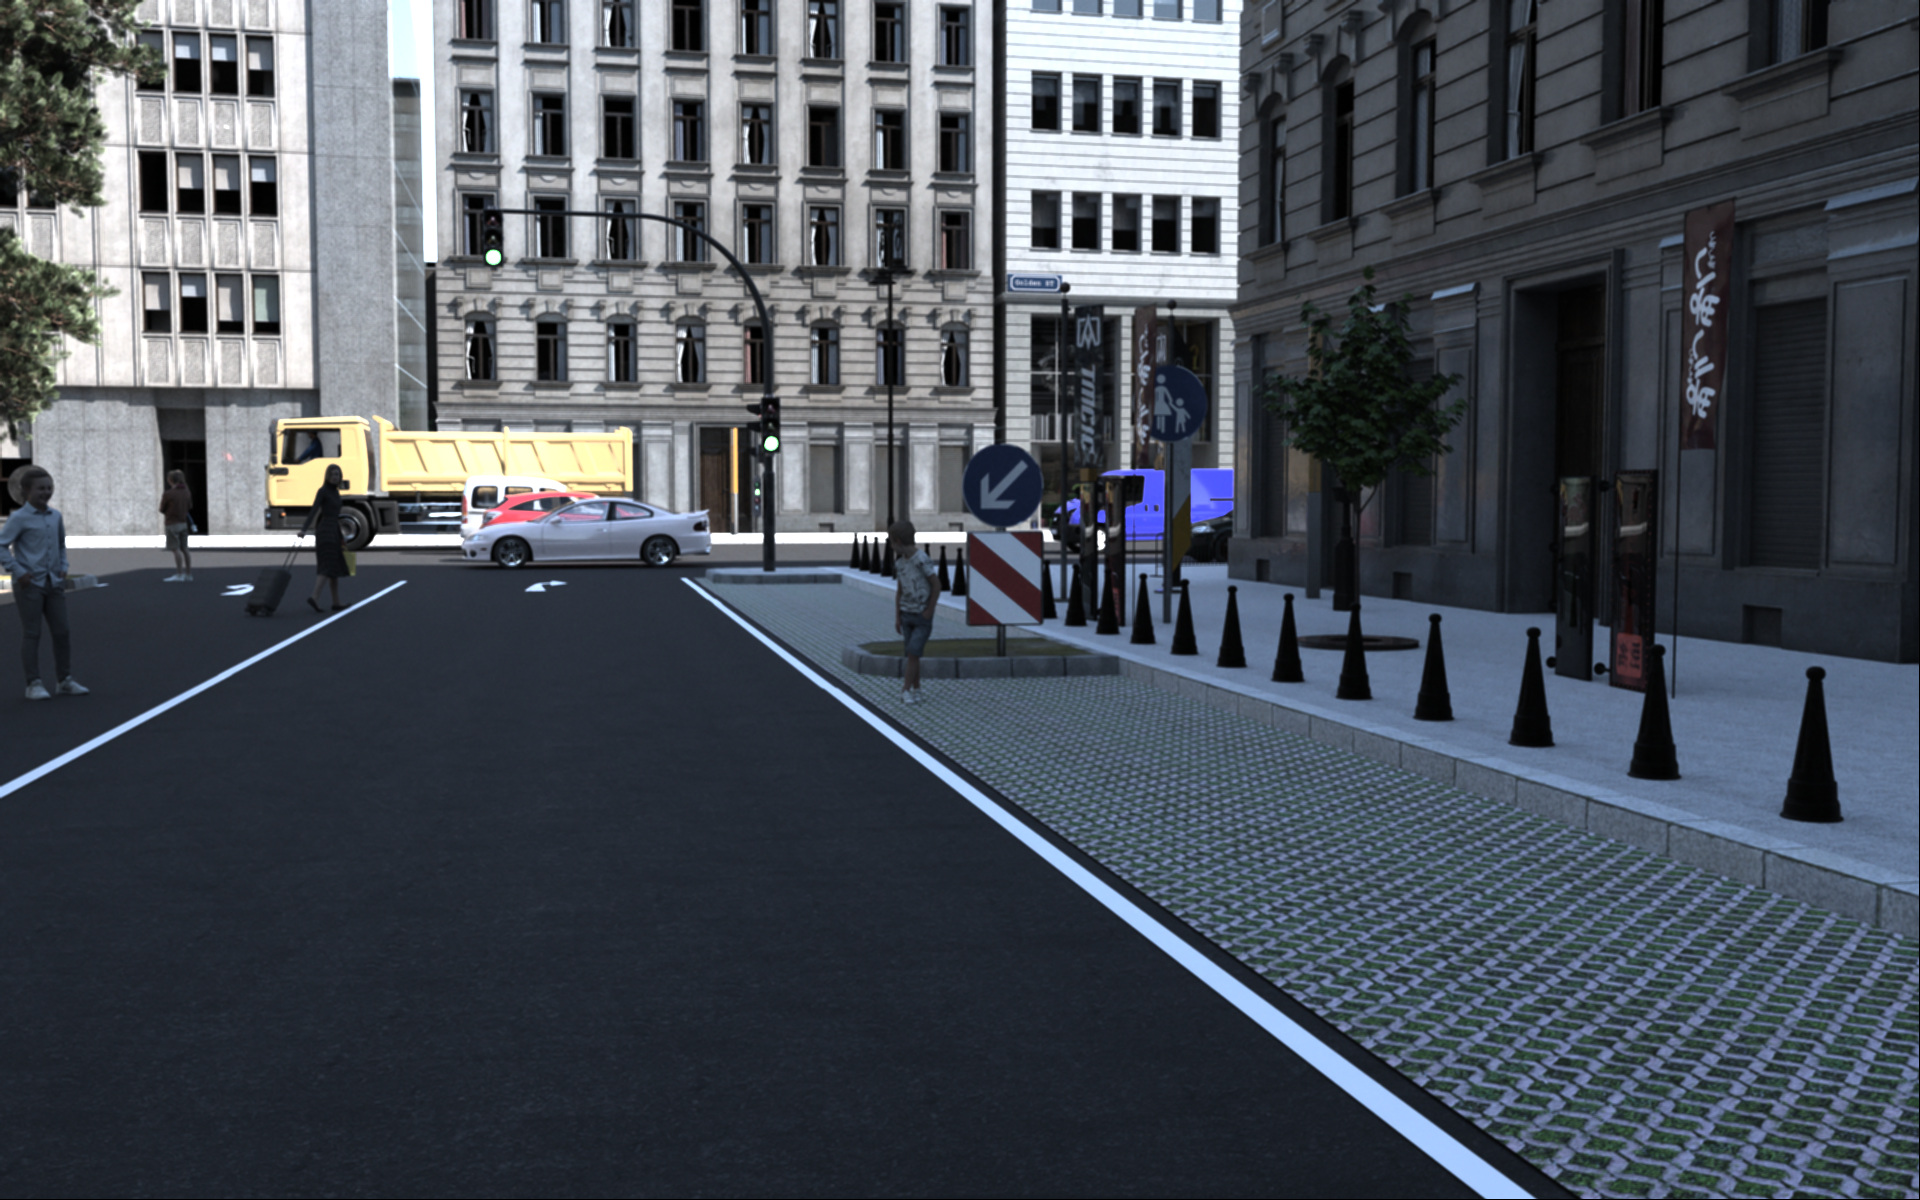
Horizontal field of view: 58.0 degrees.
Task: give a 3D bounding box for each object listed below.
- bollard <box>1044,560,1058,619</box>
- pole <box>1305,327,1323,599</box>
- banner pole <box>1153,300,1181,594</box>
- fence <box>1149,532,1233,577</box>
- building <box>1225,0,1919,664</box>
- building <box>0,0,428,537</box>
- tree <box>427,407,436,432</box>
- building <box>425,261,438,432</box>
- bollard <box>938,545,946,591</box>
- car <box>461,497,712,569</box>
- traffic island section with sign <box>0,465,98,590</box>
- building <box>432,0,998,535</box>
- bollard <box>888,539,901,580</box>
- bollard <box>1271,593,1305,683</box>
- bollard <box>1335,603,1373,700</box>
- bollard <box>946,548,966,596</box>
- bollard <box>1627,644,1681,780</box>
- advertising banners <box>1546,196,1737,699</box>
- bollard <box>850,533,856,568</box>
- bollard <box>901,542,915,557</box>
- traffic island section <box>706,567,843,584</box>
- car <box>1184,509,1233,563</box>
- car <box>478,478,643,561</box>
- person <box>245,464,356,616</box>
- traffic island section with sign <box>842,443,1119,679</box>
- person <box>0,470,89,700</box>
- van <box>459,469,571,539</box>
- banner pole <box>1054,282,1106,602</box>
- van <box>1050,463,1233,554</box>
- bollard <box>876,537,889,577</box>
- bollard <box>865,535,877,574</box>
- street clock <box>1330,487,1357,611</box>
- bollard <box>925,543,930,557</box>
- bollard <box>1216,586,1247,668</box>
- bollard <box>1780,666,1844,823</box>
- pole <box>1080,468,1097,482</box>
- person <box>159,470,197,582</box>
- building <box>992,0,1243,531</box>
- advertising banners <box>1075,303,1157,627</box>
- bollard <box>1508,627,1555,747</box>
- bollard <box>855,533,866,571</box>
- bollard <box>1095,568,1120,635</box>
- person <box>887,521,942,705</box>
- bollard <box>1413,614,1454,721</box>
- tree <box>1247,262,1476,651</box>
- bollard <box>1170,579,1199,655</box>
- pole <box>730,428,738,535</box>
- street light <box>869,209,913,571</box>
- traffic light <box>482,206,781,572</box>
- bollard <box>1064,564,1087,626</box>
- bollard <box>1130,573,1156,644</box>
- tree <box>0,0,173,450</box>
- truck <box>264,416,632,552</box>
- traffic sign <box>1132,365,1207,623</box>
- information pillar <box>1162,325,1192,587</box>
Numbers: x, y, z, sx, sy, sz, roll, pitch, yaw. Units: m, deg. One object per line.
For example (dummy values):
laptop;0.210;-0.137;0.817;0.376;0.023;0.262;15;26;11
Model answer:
bollard;0.898;-0.115;17.917;0.229;0.601;0.229;0;3;0
pole;4.339;-1.674;21.209;0.158;3.312;0.155;0;3;0
banner pole;2.674;-1.995;22.634;0.401;3.779;0.863;-1;4;-13
fence;3.943;-0.725;27.229;2.069;0.683;0.278;-2;4;-24
building;10.601;-10.333;18.096;9.793;20.994;18.267;-1;4;-13
building;-28.284;-14.569;56.227;19.932;24.808;12.078;-1;4;-13
tree;-58.104;-15.532;179.698;9.928;11.665;9.643;0;3;0
building;-59.326;-27.051;213.978;14.107;30.474;14.160;-1;4;-13
bollard;-0.225;-0.422;22.942;0.229;0.601;0.229;0;3;0
car;-7.331;-1.333;34.164;4.827;1.381;2.083;-1;4;-14
traffic island section with sign;-14.403;-1.125;26.531;2.006;1.907;1.989;-1;4;-13
building;-8.535;-12.874;59.634;18.267;20.994;9.793;-1;4;-13
bollard;-0.906;-0.607;25.968;0.229;0.601;0.229;0;3;0
bollard;2.251;0.255;11.873;0.229;0.601;0.229;0;3;0
bollard;2.477;0.316;10.871;0.229;0.601;0.229;0;3;0
bollard;-0.004;-0.361;21.939;0.229;0.601;0.229;0;3;0
bollard;3.155;0.501;7.853;0.229;0.601;0.229;0;3;0
advertising banners;4.391;-0.923;11.281;0.090;3.025;2.074;-1;4;-9
bollard;-1.803;-0.853;29.983;0.229;0.601;0.229;0;3;0
bollard;-0.677;-0.545;24.956;0.229;0.601;0.229;0;3;0
traffic island section;-3.157;-0.398;28.795;2.009;0.180;2.903;-1;4;-13
car;6.483;-1.604;36.018;4.222;1.686;2.009;-1;4;-12
car;-8.087;-1.734;37.389;4.494;1.783;2.155;-1;4;-11
person;-7.945;-0.749;20.956;0.699;1.804;1.509;3;4;37
traffic island section with sign;0.071;-0.348;14.319;1.989;1.847;2.006;-1;4;-13
person;-6.469;-0.114;12.176;0.330;1.601;0.589;2;4;31
van;-9.934;-2.124;41.732;4.112;2.044;2.013;-1;4;-12
banner pole;1.394;-1.858;20.404;0.401;3.779;0.863;-3;5;-42
van;4.826;-2.321;42.338;5.245;2.365;2.240;-1;4;-11
bollard;-1.129;-0.669;26.978;0.229;0.601;0.229;0;3;0
bollard;-1.356;-0.730;27.979;0.229;0.601;0.229;0;3;0
street clock;4.237;-0.882;18.991;0.358;2.002;0.471;-3;4;-37
bollard;-0.456;-0.484;23.953;0.229;0.601;0.229;0;3;0
bollard;2.023;0.193;12.878;0.229;0.601;0.229;0;3;0
bollard;3.375;0.562;6.846;0.229;0.601;0.229;0;3;0
pole;1.641;-1.728;22.092;0.158;3.312;0.155;0;3;0
person;-12.864;-1.225;28.504;0.573;1.828;0.580;-2;4;-27
building;14.729;-17.613;65.465;29.804;29.767;11.434;-1;4;-13
advertising banners;1.508;-1.267;16.903;0.090;3.025;2.074;-1;4;-16
bollard;2.930;0.439;8.860;0.229;0.601;0.229;0;3;0
bollard;-1.582;-0.791;28.981;0.229;0.601;0.229;0;3;0
bollard;1.356;0.010;15.886;0.229;0.601;0.229;0;3;0
person;-0.314;0.082;11.841;0.352;1.250;0.332;-1;4;-10
bollard;2.704;0.377;9.870;0.229;0.601;0.229;0;3;0
tree;3.475;-1.217;14.501;1.663;3.219;1.824;0;3;0
bollard;1.800;0.132;13.881;0.229;0.601;0.229;0;3;0
pole;-7.001;-3.659;53.662;0.158;3.312;0.155;0;3;0
street light;-1.140;-3.403;28.422;0.468;5.910;1.993;-1;4;-13
traffic light;-5.220;-3.267;28.077;4.771;5.953;1.251;-1;4;-13
bollard;1.129;-0.052;16.889;0.229;0.601;0.229;0;3;0
bollard;1.574;0.071;14.882;0.229;0.601;0.229;0;3;0
tree;-13.277;-5.895;20.902;6.751;12.117;7.091;0;3;0
truck;-13.440;-2.965;44.404;9.791;3.379;3.469;-1;4;-14
traffic sign;2.060;-1.043;17.154;0.768;2.556;0.104;-1;4;-10
information pillar;3.037;-1.997;24.012;0.183;3.616;0.504;3;5;42
